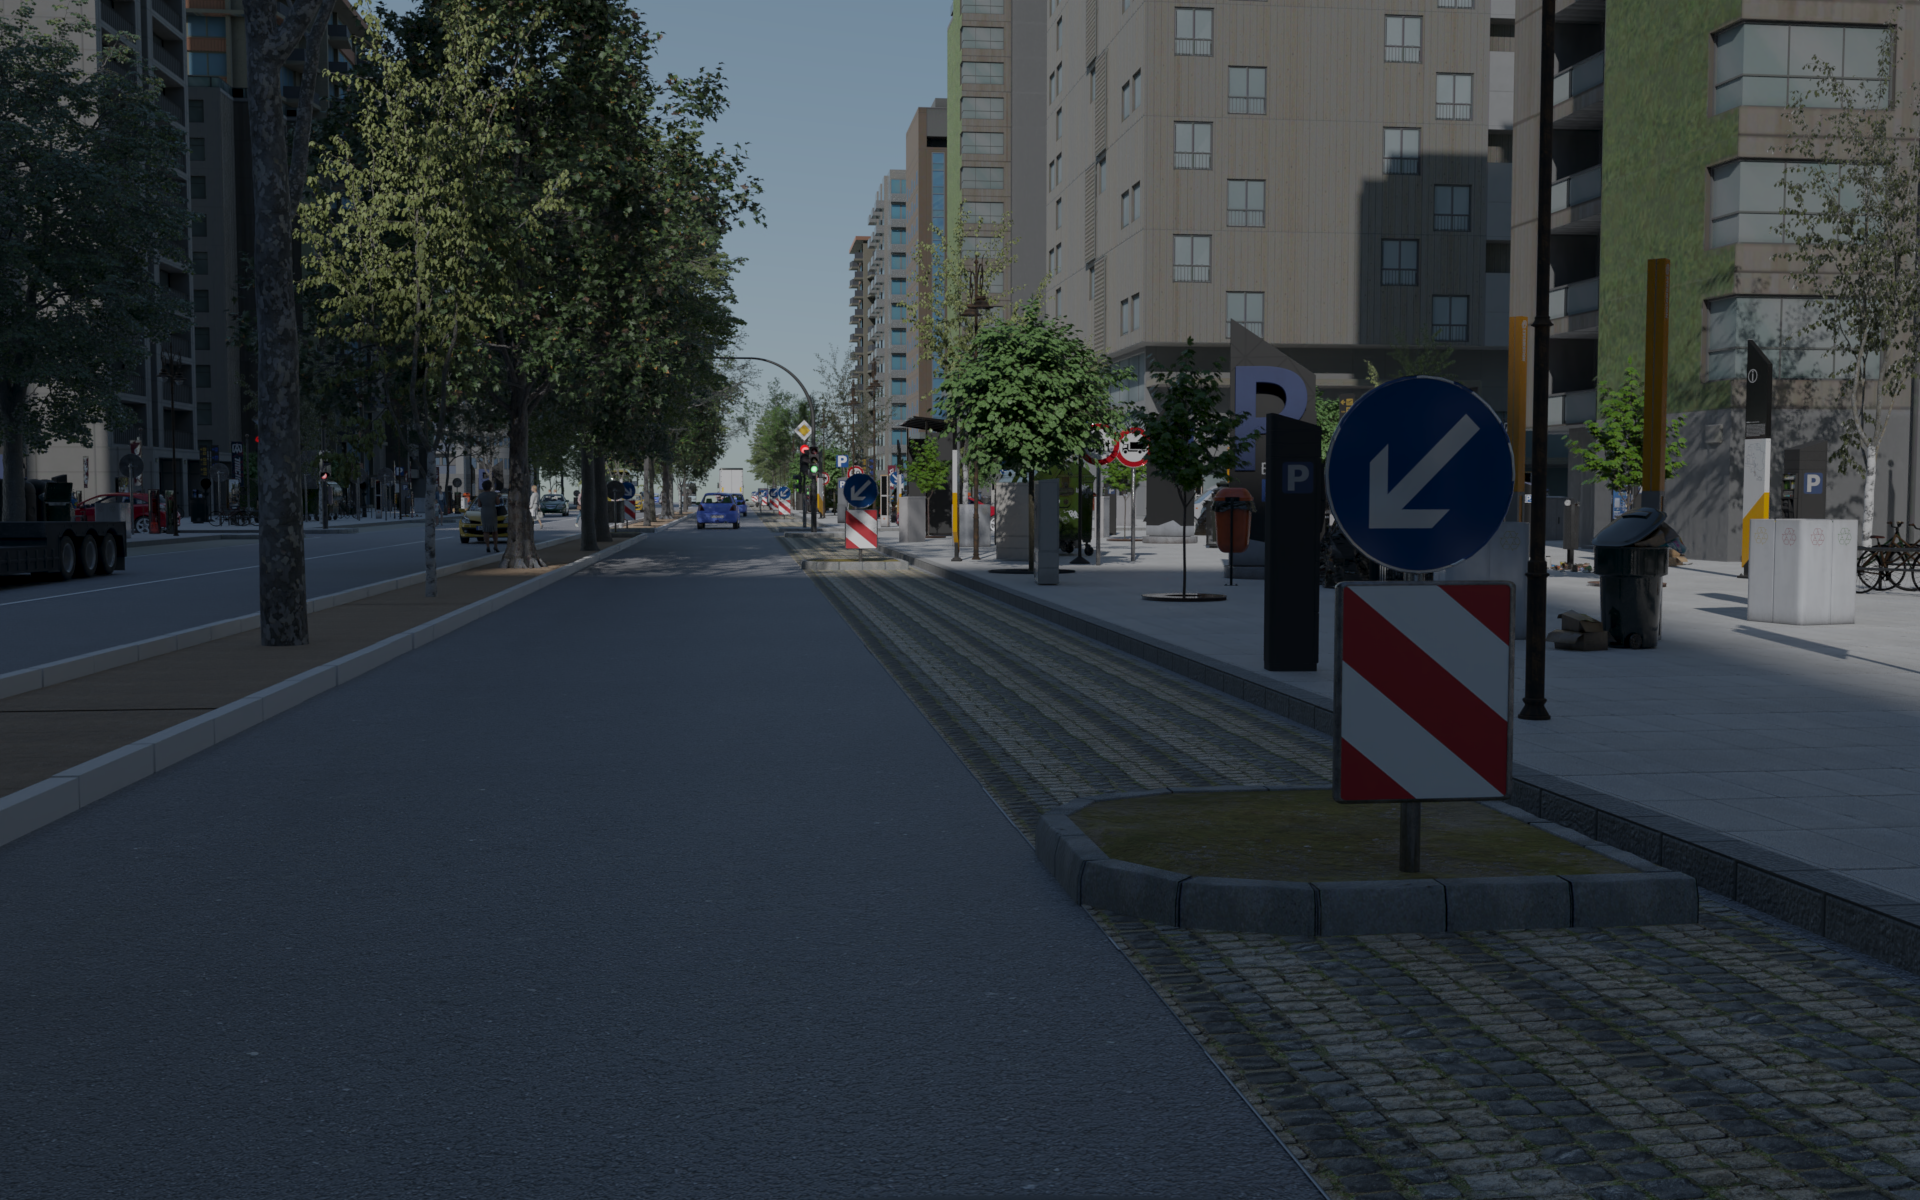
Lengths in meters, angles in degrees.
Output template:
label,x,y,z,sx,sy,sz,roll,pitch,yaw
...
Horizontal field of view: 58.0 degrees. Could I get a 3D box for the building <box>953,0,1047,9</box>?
label,x,y,z,sx,sy,sz,roll,pitch,yaw
building,6.226,-27.575,134.454,14.154,41.232,14.086,0,4,-7

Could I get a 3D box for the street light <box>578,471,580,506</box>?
label,x,y,z,sx,sy,sz,roll,pitch,yaw
street light,-41.096,-13.086,186.736,0.468,5.910,1.993,0,4,-7

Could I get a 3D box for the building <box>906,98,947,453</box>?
label,x,y,z,sx,sy,sz,roll,pitch,yaw
building,1.422,-33.474,197.416,14.600,45.320,14.200,0,4,-7

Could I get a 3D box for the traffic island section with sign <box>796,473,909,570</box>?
label,x,y,z,sx,sy,sz,roll,pitch,yaw
traffic island section with sign,-2.072,-1.514,33.389,1.989,1.847,2.006,0,4,-7

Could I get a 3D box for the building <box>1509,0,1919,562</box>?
label,x,y,z,sx,sy,sz,roll,pitch,yaw
building,20.548,-21.740,39.038,14.154,41.232,14.086,0,4,-7

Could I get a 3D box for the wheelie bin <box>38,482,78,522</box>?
label,x,y,z,sx,sy,sz,roll,pitch,yaw
wheelie bin,-24.035,-2.343,46.213,0.980,1.594,0.693,-1,4,-15

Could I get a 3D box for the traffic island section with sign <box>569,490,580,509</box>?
label,x,y,z,sx,sy,sz,roll,pitch,yaw
traffic island section with sign,-36.007,-9.436,162.904,1.989,1.847,2.006,0,4,-7

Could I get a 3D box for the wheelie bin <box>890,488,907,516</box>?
label,x,y,z,sx,sy,sz,roll,pitch,yaw
wheelie bin,-3.198,-5.096,91.225,0.693,1.594,0.980,3,5,43

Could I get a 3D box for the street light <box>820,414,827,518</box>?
label,x,y,z,sx,sy,sz,roll,pitch,yaw
street light,-7.262,-7.318,92.438,0.468,5.910,1.993,0,4,-7

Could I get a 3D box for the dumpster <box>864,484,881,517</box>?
label,x,y,z,sx,sy,sz,roll,pitch,yaw
dumpster,-5.040,-5.670,95.202,1.502,2.255,1.985,0,4,-7

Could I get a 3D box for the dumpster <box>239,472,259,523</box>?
label,x,y,z,sx,sy,sz,roll,pitch,yaw
dumpster,-31.574,-4.556,76.978,1.502,2.255,1.985,0,4,-7

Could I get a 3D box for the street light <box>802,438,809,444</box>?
label,x,y,z,sx,sy,sz,roll,pitch,yaw
street light,-10.356,-8.793,116.546,0.468,5.910,1.993,0,4,-7

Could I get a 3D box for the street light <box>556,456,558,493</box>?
label,x,y,z,sx,sy,sz,roll,pitch,yaw
street light,-38.031,-11.640,163.095,0.468,5.910,1.993,0,4,-7

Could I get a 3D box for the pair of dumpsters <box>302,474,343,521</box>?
label,x,y,z,sx,sy,sz,roll,pitch,yaw
pair of dumpsters,-30.962,-4.941,83.275,1.574,2.255,4.437,0,4,-7

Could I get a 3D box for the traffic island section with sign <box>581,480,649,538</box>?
label,x,y,z,sx,sy,sz,roll,pitch,yaw
traffic island section with sign,-11.465,-3.009,57.341,2.006,1.907,1.989,0,4,-7

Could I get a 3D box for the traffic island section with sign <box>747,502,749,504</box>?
label,x,y,z,sx,sy,sz,roll,pitch,yaw
traffic island section with sign,-22.195,-11.160,191.101,1.989,1.847,2.006,0,4,-7

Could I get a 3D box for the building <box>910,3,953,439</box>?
label,x,y,z,sx,sy,sz,roll,pitch,yaw
building,7.530,-52.693,174.194,22.319,86.520,31.000,0,4,-7

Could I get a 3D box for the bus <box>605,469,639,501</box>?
label,x,y,z,sx,sy,sz,roll,pitch,yaw
bus,-33.481,-10.993,171.277,2.896,3.916,12.252,0,4,-7

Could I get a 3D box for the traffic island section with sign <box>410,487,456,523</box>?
label,x,y,z,sx,sy,sz,roll,pitch,yaw
traffic island section with sign,-26.246,-4.755,86.366,1.989,1.847,2.006,0,4,-7

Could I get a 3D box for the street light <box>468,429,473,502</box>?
label,x,y,z,sx,sy,sz,roll,pitch,yaw
street light,-31.525,-8.497,111.714,0.468,5.910,1.993,0,4,-7

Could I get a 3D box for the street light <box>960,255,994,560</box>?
label,x,y,z,sx,sy,sz,roll,pitch,yaw
street light,0.315,-3.723,33.654,0.468,5.910,1.993,0,4,-7

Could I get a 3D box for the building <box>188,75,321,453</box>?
label,x,y,z,sx,sy,sz,roll,pitch,yaw
building,-54.512,-21.486,122.992,14.160,30.474,14.107,0,4,-7

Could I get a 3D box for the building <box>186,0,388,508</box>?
label,x,y,z,sx,sy,sz,roll,pitch,yaw
building,-62.256,-30.195,148.319,22.147,44.769,28.867,0,4,-7

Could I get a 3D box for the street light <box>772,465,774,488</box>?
label,x,y,z,sx,sy,sz,roll,pitch,yaw
street light,-22.990,-14.863,215.791,0.468,5.910,1.993,0,4,-7

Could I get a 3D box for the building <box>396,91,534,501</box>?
label,x,y,z,sx,sy,sz,roll,pitch,yaw
building,-72.967,-42.976,244.649,21.231,58.520,28.212,0,4,-7

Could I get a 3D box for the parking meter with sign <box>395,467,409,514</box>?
label,x,y,z,sx,sy,sz,roll,pitch,yaw
parking meter with sign,-35.748,-7.031,111.224,0.543,3.016,1.738,-2,4,-34

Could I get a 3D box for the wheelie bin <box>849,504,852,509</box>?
label,x,y,z,sx,sy,sz,roll,pitch,yaw
wheelie bin,-8.062,-7.238,126.249,0.980,1.594,0.693,-1,4,-17

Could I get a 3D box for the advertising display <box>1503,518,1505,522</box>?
label,x,y,z,sx,sy,sz,roll,pitch,yaw
advertising display,10.948,-1.789,34.460,0.123,1.923,0.974,0,4,8

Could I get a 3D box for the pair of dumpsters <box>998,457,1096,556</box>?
label,x,y,z,sx,sy,sz,roll,pitch,yaw
pair of dumpsters,1.880,-2.153,37.703,1.574,2.255,4.437,0,4,-7

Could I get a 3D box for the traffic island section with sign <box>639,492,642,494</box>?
label,x,y,z,sx,sy,sz,roll,pitch,yaw
traffic island section with sign,-49.872,-16.080,271.527,1.989,1.847,2.006,0,4,-7

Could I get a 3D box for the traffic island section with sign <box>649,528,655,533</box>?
label,x,y,z,sx,sy,sz,roll,pitch,yaw
traffic island section with sign,-12.393,-3.459,64.690,2.006,1.907,1.989,0,4,-7

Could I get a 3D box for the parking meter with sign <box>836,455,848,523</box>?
label,x,y,z,sx,sy,sz,roll,pitch,yaw
parking meter with sign,-5.211,-4.909,76.524,0.543,3.016,1.738,0,4,-3

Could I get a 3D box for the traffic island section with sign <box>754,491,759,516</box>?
label,x,y,z,sx,sy,sz,roll,pitch,yaw
traffic island section with sign,-12.484,-6.509,115.048,1.989,1.847,2.006,0,4,-7

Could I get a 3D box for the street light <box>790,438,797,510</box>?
label,x,y,z,sx,sy,sz,roll,pitch,yaw
street light,-13.842,-10.462,143.843,0.468,5.910,1.993,0,4,-7

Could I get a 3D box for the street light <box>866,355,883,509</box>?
label,x,y,z,sx,sy,sz,roll,pitch,yaw
street light,-2.857,-5.194,57.714,0.468,5.910,1.993,0,4,-7

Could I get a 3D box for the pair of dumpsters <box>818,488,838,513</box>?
label,x,y,z,sx,sy,sz,roll,pitch,yaw
pair of dumpsters,-8.904,-7.020,117.270,1.574,2.255,4.437,0,4,-7

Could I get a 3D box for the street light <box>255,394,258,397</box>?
label,x,y,z,sx,sy,sz,roll,pitch,yaw
street light,-25.432,-5.557,63.652,0.468,5.910,1.993,0,4,-7

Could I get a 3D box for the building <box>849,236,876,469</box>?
label,x,y,z,sx,sy,sz,roll,pitch,yaw
building,-6.974,-38.695,287.292,22.147,44.769,28.867,0,4,-7

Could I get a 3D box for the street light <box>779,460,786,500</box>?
label,x,y,z,sx,sy,sz,roll,pitch,yaw
street light,-16.984,-11.937,167.957,0.468,5.910,1.993,0,4,-7

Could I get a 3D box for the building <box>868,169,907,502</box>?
label,x,y,z,sx,sy,sz,roll,pitch,yaw
building,-1.942,-38.950,256.443,23.786,49.044,30.456,0,4,-7

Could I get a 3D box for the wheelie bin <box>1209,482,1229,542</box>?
label,x,y,z,sx,sy,sz,roll,pitch,yaw
wheelie bin,7.126,-2.359,46.482,0.693,1.594,0.980,-3,4,-36

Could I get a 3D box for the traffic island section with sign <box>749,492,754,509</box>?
label,x,y,z,sx,sy,sz,roll,pitch,yaw
traffic island section with sign,-18.695,-9.482,163.656,1.989,1.847,2.006,0,4,-7

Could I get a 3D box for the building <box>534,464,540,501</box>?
label,x,y,z,sx,sy,sz,roll,pitch,yaw
building,-72.836,-30.288,266.910,14.160,30.474,14.107,0,4,-7

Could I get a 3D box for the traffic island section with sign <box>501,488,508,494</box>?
label,x,y,z,sx,sy,sz,roll,pitch,yaw
traffic island section with sign,-29.659,-6.390,113.105,1.989,1.847,2.006,0,4,-7

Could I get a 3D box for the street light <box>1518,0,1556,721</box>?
label,x,y,z,sx,sy,sz,roll,pitch,yaw
street light,3.281,-2.259,9.717,0.468,5.910,1.993,0,4,-7

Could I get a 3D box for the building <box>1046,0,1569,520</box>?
label,x,y,z,sx,sy,sz,roll,pitch,yaw
building,20.011,-31.101,97.746,27.495,52.752,28.713,0,4,-7

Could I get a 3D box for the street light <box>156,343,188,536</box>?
label,x,y,z,sx,sy,sz,roll,pitch,yaw
street light,-23.985,-4.895,52.818,0.468,5.910,1.993,0,4,-7

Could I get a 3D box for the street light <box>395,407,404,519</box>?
label,x,y,z,sx,sy,sz,roll,pitch,yaw
street light,-28.265,-7.005,87.323,0.468,5.910,1.993,0,4,-7

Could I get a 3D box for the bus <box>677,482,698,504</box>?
label,x,y,z,sx,sy,sz,roll,pitch,yaw
bus,-40.063,-15.877,254.455,2.948,3.499,13.247,-1,4,-9

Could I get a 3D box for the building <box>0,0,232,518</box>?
label,x,y,z,sx,sy,sz,roll,pitch,yaw
building,-53.084,-40.255,96.415,20.563,71.187,20.611,0,4,-7

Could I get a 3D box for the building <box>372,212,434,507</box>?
label,x,y,z,sx,sy,sz,roll,pitch,yaw
building,-60.412,-24.420,170.966,14.160,30.474,14.107,0,4,-7

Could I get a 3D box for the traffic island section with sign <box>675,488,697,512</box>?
label,x,y,z,sx,sy,sz,roll,pitch,yaw
traffic island section with sign,-21.912,-8.018,139.225,2.006,1.907,1.989,0,4,-7

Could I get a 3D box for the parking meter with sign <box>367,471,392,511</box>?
label,x,y,z,sx,sy,sz,roll,pitch,yaw
parking meter with sign,-42.909,-8.059,128.028,1.738,3.016,0.543,-1,4,-16

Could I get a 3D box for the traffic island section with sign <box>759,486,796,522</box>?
label,x,y,z,sx,sy,sz,roll,pitch,yaw
traffic island section with sign,-9.072,-4.867,88.204,1.989,1.847,2.006,0,4,-7

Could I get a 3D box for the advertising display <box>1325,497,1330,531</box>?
label,x,y,z,sx,sy,sz,roll,pitch,yaw
advertising display,8.953,-2.309,42.968,0.974,1.923,0.123,0,4,-7

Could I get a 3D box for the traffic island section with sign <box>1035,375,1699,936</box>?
label,x,y,z,sx,sy,sz,roll,pitch,yaw
traffic island section with sign,1.340,0.127,6.548,1.989,1.847,2.006,0,4,-7

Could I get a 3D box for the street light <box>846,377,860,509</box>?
label,x,y,z,sx,sy,sz,roll,pitch,yaw
street light,-4.223,-5.861,68.610,0.468,5.910,1.993,0,4,-7
